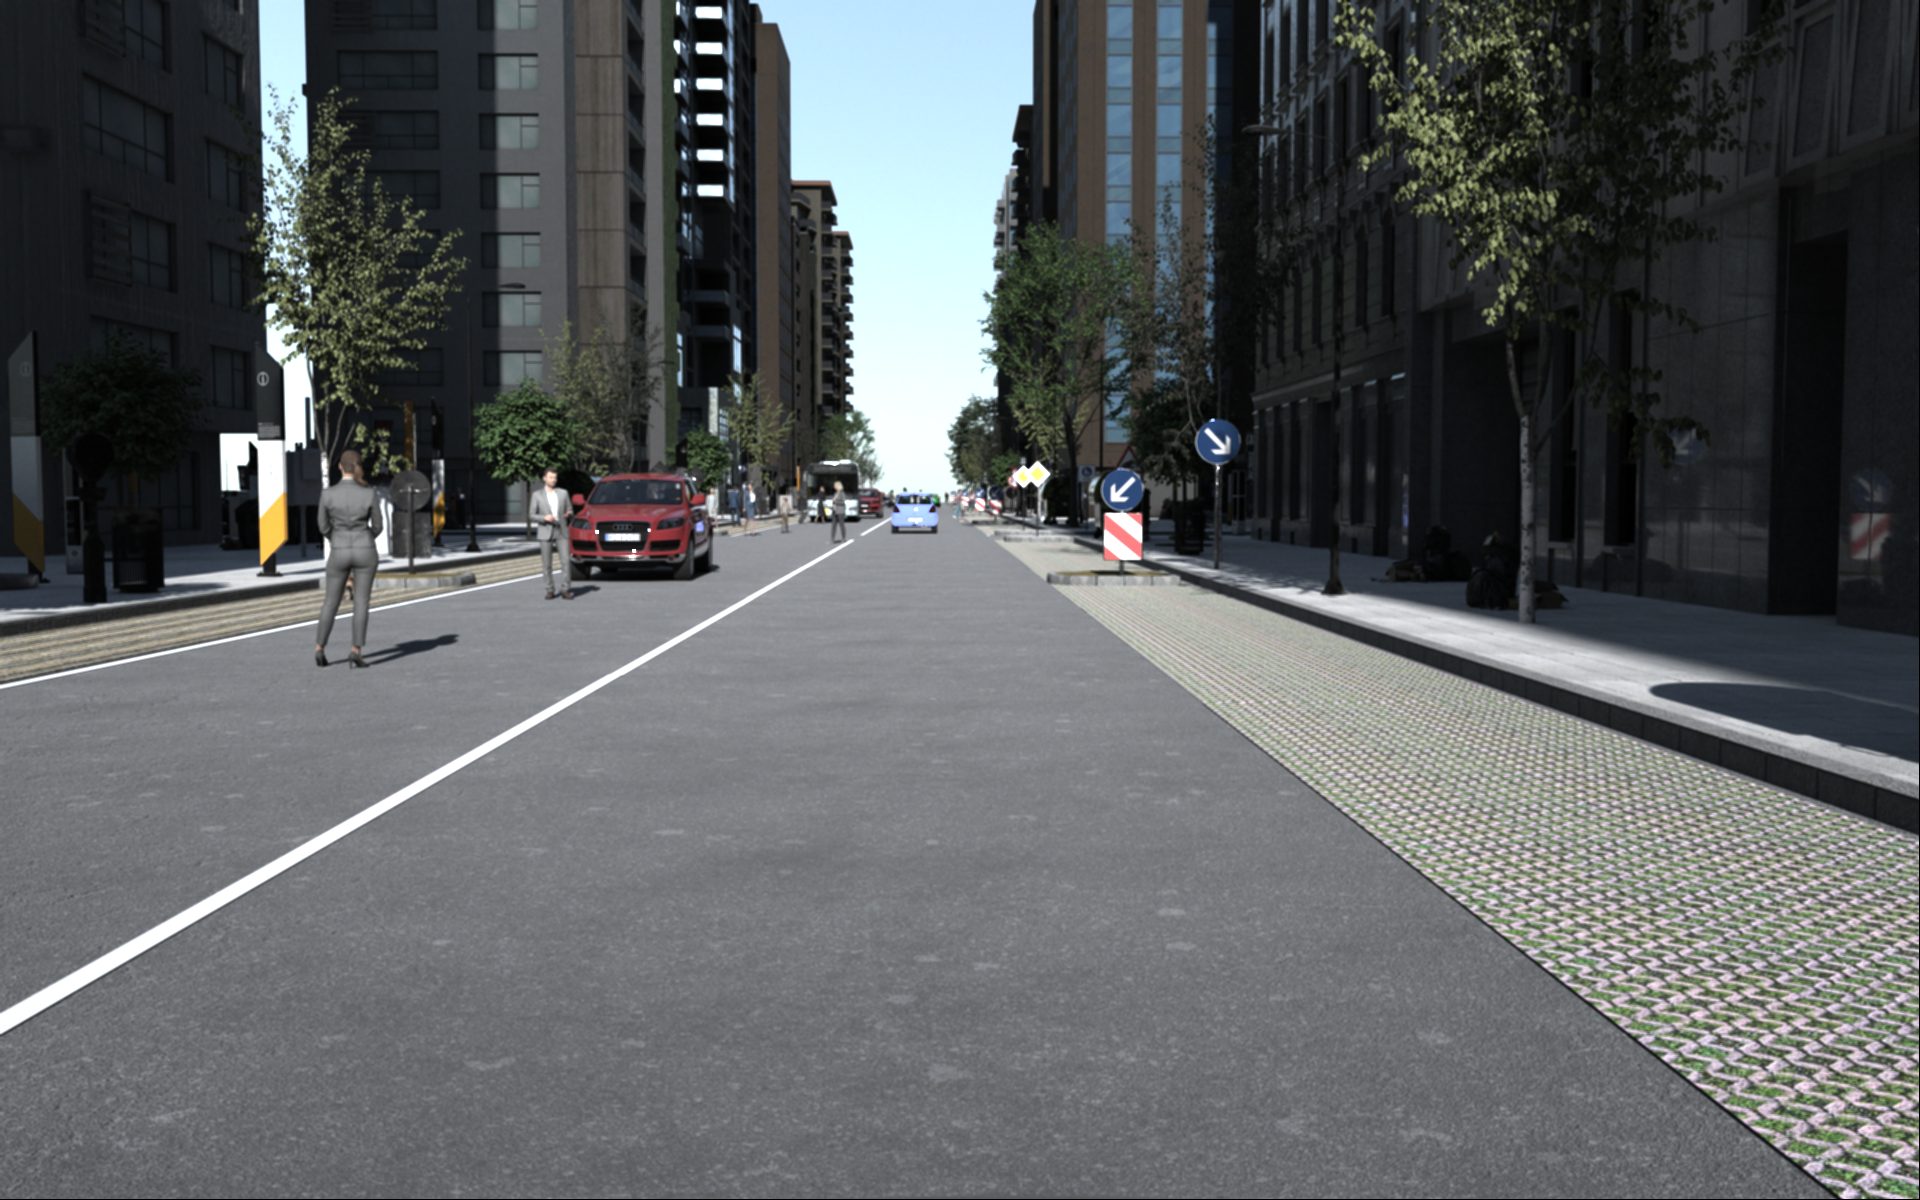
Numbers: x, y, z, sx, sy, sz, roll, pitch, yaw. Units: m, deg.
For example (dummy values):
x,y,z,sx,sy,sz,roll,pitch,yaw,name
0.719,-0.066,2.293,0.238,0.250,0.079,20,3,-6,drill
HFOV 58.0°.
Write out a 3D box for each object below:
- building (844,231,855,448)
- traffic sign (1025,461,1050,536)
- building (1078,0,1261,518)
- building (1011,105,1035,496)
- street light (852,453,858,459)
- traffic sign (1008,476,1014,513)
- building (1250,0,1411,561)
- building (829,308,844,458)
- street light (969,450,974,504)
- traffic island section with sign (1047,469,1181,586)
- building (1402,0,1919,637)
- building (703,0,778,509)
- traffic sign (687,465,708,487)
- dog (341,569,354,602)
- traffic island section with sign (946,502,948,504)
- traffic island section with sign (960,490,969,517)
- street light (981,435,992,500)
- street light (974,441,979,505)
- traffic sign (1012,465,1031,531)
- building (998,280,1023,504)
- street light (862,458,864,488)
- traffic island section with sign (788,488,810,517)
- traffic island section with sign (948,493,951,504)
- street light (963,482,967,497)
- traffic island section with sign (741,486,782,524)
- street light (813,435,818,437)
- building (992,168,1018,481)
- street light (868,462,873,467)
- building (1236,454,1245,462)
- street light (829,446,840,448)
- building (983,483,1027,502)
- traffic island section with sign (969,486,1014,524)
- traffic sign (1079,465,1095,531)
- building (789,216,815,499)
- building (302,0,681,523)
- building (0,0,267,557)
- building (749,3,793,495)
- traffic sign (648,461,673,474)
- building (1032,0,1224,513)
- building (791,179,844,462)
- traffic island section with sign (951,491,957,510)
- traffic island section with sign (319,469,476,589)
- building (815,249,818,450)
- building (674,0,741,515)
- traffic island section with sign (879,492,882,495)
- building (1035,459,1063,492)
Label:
x,y,z,sx,sy,sz,roll,pitch,yaw,name
-28.451,-38.214,279.426,22.147,44.769,28.867,0,4,-1,building
2.341,-2.984,52.424,0.795,2.450,0.064,0,4,-1,traffic sign
12.872,-27.318,96.766,14.600,45.320,14.200,0,4,-1,building
17.001,-32.947,193.306,22.147,44.769,28.867,0,4,-1,building
-12.718,-13.791,198.016,1.470,5.913,1.316,0,4,-1,street light
3.535,-7.014,114.785,0.768,2.556,0.104,0,4,0,traffic sign
13.098,-11.661,39.816,9.793,20.994,18.267,0,4,-1,building
-24.637,-29.766,258.368,14.160,30.474,14.107,0,4,-1,building
1.820,-12.775,181.409,1.470,5.913,1.316,0,4,-1,street light
2.418,-1.172,27.794,1.989,1.847,2.006,0,4,-1,traffic island section with sign
14.122,-12.393,20.650,12.078,24.808,19.932,0,4,-1,building
-26.032,-43.205,144.661,20.563,71.187,20.611,0,4,-1,building
-9.174,-3.463,60.255,0.795,2.450,0.064,0,4,-1,traffic sign
-8.165,-0.232,23.075,0.540,0.507,0.406,2,4,25,dog
-0.856,-14.304,242.494,1.989,1.847,2.006,0,4,-1,traffic island section with sign
1.146,-6.220,110.330,1.989,1.847,2.006,0,4,-1,traffic island section with sign
2.496,-9.969,135.531,1.470,5.913,1.316,0,4,-1,street light
2.206,-10.923,151.129,1.470,5.913,1.316,0,4,-1,street light
2.219,-3.472,60.408,0.795,2.450,0.064,0,4,-1,traffic sign
12.021,-28.175,232.358,14.160,30.474,14.107,0,4,-1,building
-12.985,-15.175,220.652,1.470,5.913,1.316,0,4,-1,street light
-9.973,-6.211,110.171,1.989,1.847,2.006,0,4,-1,traffic island section with sign
-0.021,-10.939,187.477,1.989,1.847,2.006,0,4,-1,traffic island section with sign
1.382,-14.627,211.687,1.470,5.913,1.316,0,4,-1,street light
-9.551,-4.562,83.219,1.989,1.847,2.006,0,4,-1,traffic island section with sign
-11.849,-10.034,136.599,1.470,5.913,1.316,0,4,-1,street light
16.217,-38.839,254.622,23.786,49.044,30.456,0,4,-1,building
-13.463,-17.076,251.738,1.470,5.913,1.316,0,4,-1,street light
26.689,-25.553,72.409,28.867,44.769,22.147,0,4,-1,building
-12.270,-11.901,167.114,1.470,5.913,1.316,0,4,-1,street light
19.889,-36.139,282.751,32.217,40.220,23.993,0,4,-1,building
1.571,-4.543,82.904,1.989,1.847,2.006,0,4,-1,traffic island section with sign
4.430,-3.573,60.552,0.606,2.300,0.079,0,4,0,traffic sign
-22.815,-24.877,178.442,14.160,30.474,14.107,0,4,-1,building
-21.194,-24.291,80.751,14.154,41.232,14.086,0,4,-1,building
-25.171,-21.841,40.700,14.086,41.232,14.154,0,4,-1,building
-23.342,-31.368,162.979,14.600,45.320,14.200,0,4,-1,building
-9.053,-2.974,52.271,0.795,2.450,0.064,0,4,-1,traffic sign
13.434,-30.350,146.325,14.600,45.320,14.200,0,4,-1,building
-27.994,-35.533,235.584,22.147,44.769,28.867,0,4,-1,building
0.391,-9.266,160.127,1.989,1.847,2.006,0,4,-1,traffic island section with sign
-8.693,-1.126,27.044,1.989,1.847,2.006,0,4,-1,traffic island section with sign
-23.335,-25.738,192.517,14.160,30.474,14.107,0,4,-1,building
-26.006,-49.226,117.523,22.319,86.520,31.000,0,4,-1,building
-12.398,-15.977,269.854,1.989,1.847,2.006,0,4,-1,traffic island section with sign
16.175,-41.782,121.387,20.563,71.187,20.611,0,4,-1,building
